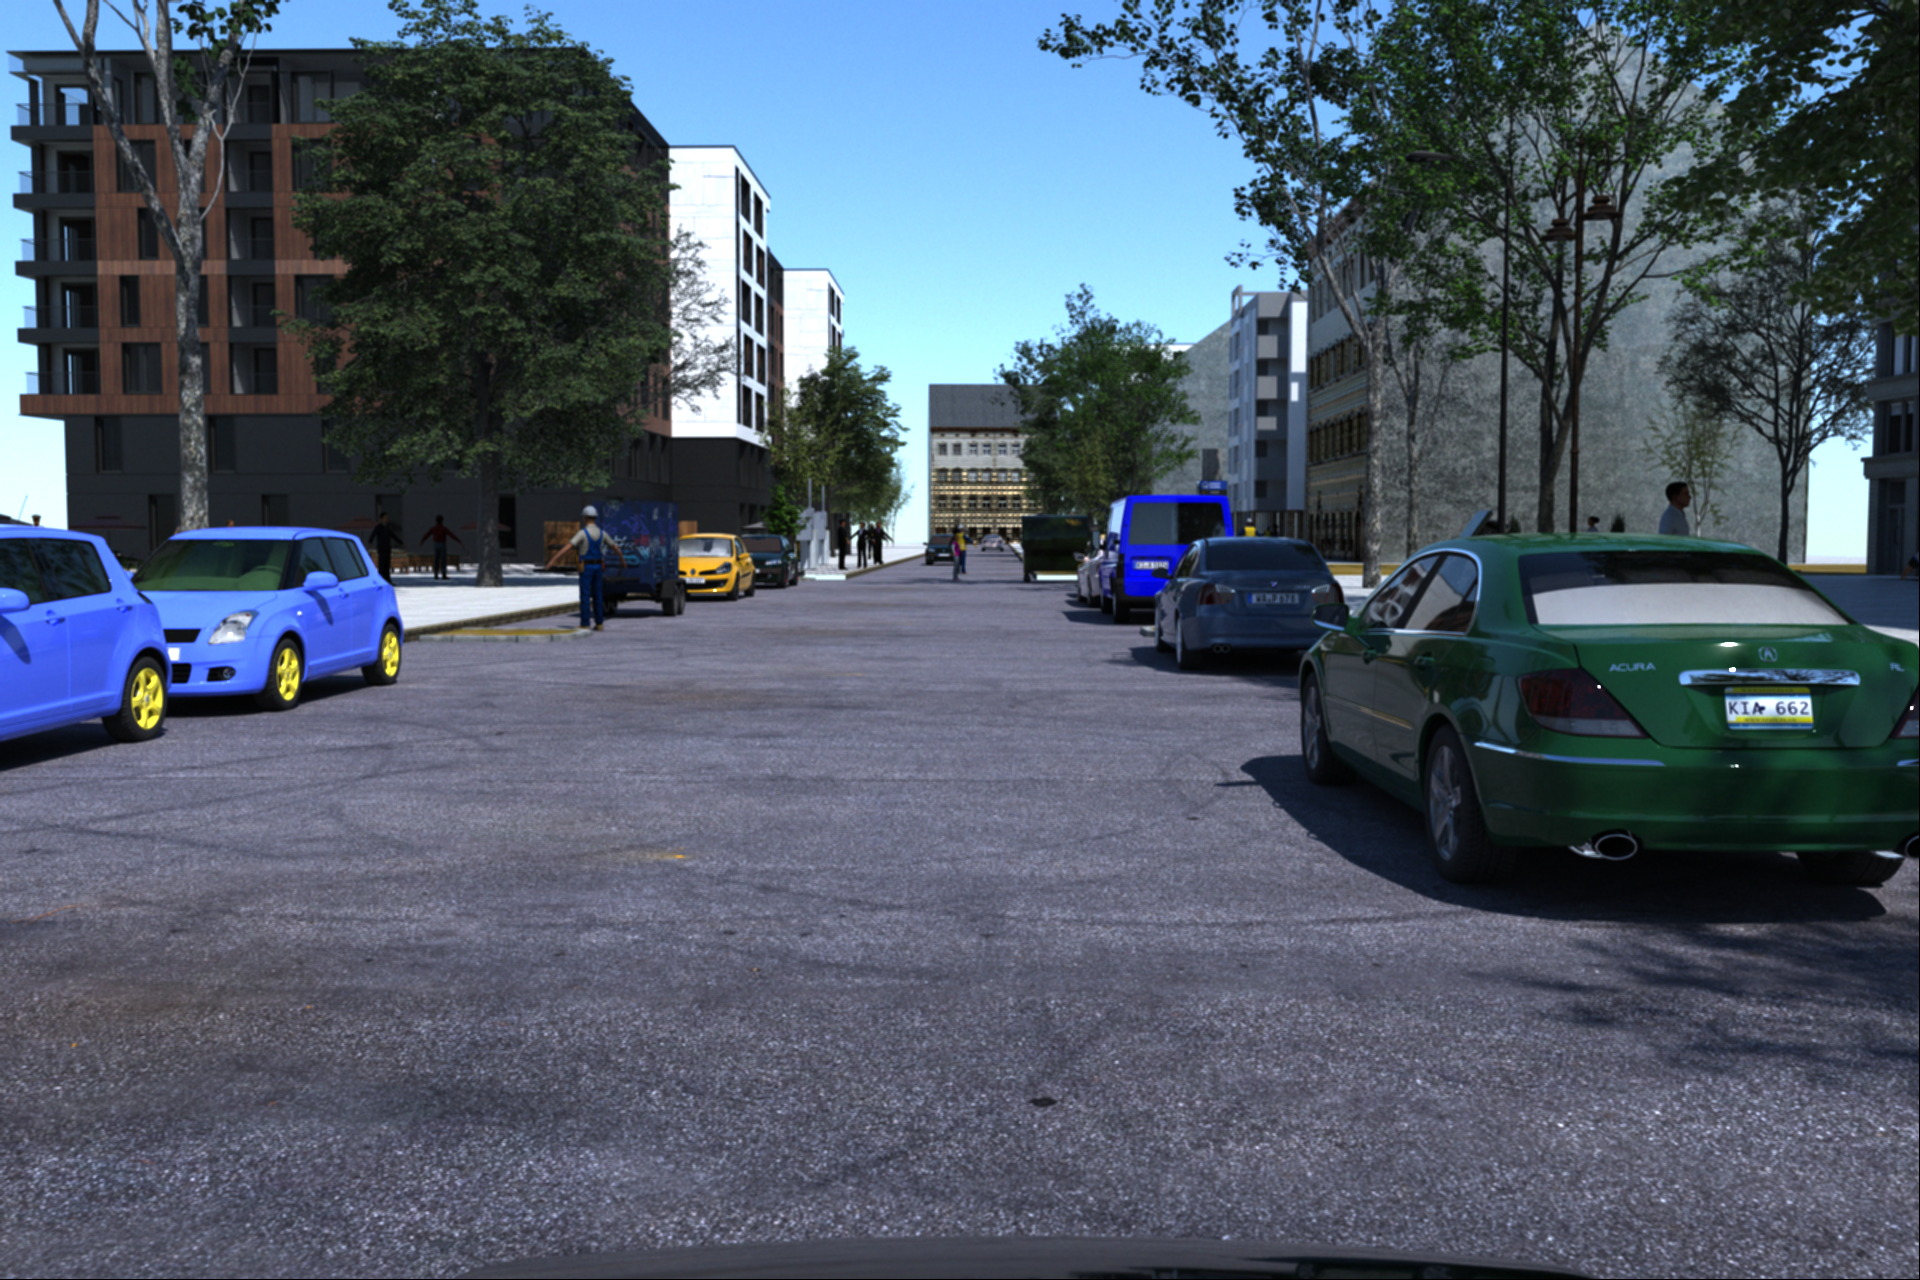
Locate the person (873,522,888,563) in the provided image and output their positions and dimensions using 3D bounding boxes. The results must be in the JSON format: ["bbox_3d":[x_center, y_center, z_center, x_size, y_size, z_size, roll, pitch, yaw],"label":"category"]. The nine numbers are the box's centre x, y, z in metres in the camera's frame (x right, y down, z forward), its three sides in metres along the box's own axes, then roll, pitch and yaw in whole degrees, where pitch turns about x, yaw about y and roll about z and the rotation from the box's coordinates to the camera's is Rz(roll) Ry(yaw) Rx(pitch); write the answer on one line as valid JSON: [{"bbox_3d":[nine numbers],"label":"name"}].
[{"bbox_3d":[-3.639,-4.397,78.078,0.705,1.806,1.347,2,4,26],"label":"person"}]

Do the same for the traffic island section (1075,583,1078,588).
[{"bbox_3d":[4.128,-1.462,46.769,1.991,0.108,1.994,0,4,1],"label":"traffic island section"}]

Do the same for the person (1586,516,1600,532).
[{"bbox_3d":[16.154,-2.312,44.570,0.721,1.739,1.217,0,4,-7],"label":"person"}]

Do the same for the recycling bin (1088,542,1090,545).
[{"bbox_3d":[4.272,-2.737,57.297,0.722,1.027,0.722,0,4,0],"label":"recycling bin"}]

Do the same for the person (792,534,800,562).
[{"bbox_3d":[-7.291,-4.451,78.549,0.705,1.858,1.354,0,4,6],"label":"person"}]

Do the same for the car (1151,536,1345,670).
[{"bbox_3d":[3.206,-0.461,19.533,2.014,1.417,4.499,0,4,2],"label":"car"}]

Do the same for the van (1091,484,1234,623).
[{"bbox_3d":[3.434,-1.531,29.422,2.240,2.365,5.245,0,4,1],"label":"van"}]

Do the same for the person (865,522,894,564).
[{"bbox_3d":[-3.457,-4.096,73.199,1.346,1.802,0.704,-2,4,-24],"label":"person"}]

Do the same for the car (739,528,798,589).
[{"bbox_3d":[-5.394,-2.261,46.747,2.009,1.686,4.222,0,4,1],"label":"car"}]

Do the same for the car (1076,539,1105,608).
[{"bbox_3d":[3.421,-1.394,35.148,2.083,1.381,4.827,0,4,0],"label":"car"}]

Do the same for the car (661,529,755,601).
[{"bbox_3d":[-5.583,-1.715,38.272,2.015,1.641,3.980,0,4,1],"label":"car"}]

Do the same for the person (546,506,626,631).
[{"bbox_3d":[-5.477,-1.058,25.611,1.347,1.847,0.705,-3,5,-43],"label":"person"}]

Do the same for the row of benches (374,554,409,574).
[{"bbox_3d":[-19.790,-2.442,55.395,4.104,0.672,1.422,-1,4,-18],"label":"row of benches"}]

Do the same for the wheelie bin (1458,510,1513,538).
[{"bbox_3d":[6.930,-0.921,22.968,0.693,1.594,0.980,0,4,2],"label":"wheelie bin"}]

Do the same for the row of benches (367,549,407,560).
[{"bbox_3d":[-23.422,-3.359,70.382,1.422,0.672,4.104,0,4,0],"label":"row of benches"}]

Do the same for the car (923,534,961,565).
[{"bbox_3d":[-0.693,-4.337,80.690,2.009,1.686,4.222,0,4,1],"label":"car"}]

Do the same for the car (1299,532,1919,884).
[{"bbox_3d":[2.910,0.200,8.522,2.131,1.459,4.920,0,4,0],"label":"car"}]

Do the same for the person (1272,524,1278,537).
[{"bbox_3d":[17.040,-5.365,93.863,0.704,1.843,1.345,2,4,27],"label":"person"}]

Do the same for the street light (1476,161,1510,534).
[{"bbox_3d":[7.182,-2.971,21.119,1.470,5.913,1.316,0,4,2],"label":"street light"}]

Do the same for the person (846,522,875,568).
[{"bbox_3d":[-3.703,-3.550,64.764,1.216,1.740,0.721,2,4,24],"label":"person"}]

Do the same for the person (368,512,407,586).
[{"bbox_3d":[-14.249,-2.256,42.939,0.704,1.823,1.345,1,4,21],"label":"person"}]

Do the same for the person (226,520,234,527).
[{"bbox_3d":[-23.145,-2.958,55.169,0.721,1.733,1.217,0,4,7],"label":"person"}]

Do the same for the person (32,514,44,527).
[{"bbox_3d":[-26.965,-2.741,50.603,1.343,1.855,0.704,-1,4,-23],"label":"person"}]

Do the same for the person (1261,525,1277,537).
[{"bbox_3d":[16.425,-5.235,92.057,1.216,1.772,0.721,3,4,36],"label":"person"}]

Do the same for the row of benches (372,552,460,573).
[{"bbox_3d":[-18.371,-2.649,58.780,1.422,0.672,4.104,1,4,19],"label":"row of benches"}]

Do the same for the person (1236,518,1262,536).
[{"bbox_3d":[10.147,-3.362,60.931,1.349,1.833,0.705,-1,4,-12],"label":"person"}]

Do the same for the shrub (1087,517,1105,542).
[{"bbox_3d":[5.524,-3.630,63.771,1.690,2.028,1.600,0,3,0],"label":"shrub"}]

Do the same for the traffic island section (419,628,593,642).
[{"bbox_3d":[-6.169,-0.064,23.909,1.991,0.108,1.994,0,4,1],"label":"traffic island section"}]

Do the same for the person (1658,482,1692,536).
[{"bbox_3d":[7.334,-0.704,17.672,0.704,1.810,1.344,3,4,37],"label":"person"}]

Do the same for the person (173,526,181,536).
[{"bbox_3d":[-17.049,-1.950,38.454,0.617,1.759,0.750,0,4,-1],"label":"person"}]

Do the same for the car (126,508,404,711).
[{"bbox_3d":[-6.248,-0.340,15.150,1.945,1.707,3.694,0,4,1],"label":"car"}]

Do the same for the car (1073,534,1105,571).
[{"bbox_3d":[3.637,-1.799,39.642,2.015,1.641,3.980,0,4,0],"label":"car"}]

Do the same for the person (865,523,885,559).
[{"bbox_3d":[-4.501,-5.054,88.410,1.354,1.856,0.705,-1,4,-9],"label":"person"}]

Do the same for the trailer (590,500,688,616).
[{"bbox_3d":[-5.662,-1.388,29.738,1.471,1.999,3.904,0,4,1],"label":"trailer"}]

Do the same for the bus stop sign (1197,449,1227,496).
[{"bbox_3d":[7.788,-3.950,53.591,0.837,3.901,0.837,0,4,1],"label":"bus stop sign"}]

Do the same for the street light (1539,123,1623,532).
[{"bbox_3d":[7.144,-2.893,20.086,0.468,5.910,1.993,0,4,1],"label":"street light"}]

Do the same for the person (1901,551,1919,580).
[{"bbox_3d":[8.426,-0.496,14.091,1.345,1.831,0.704,1,4,22],"label":"person"}]

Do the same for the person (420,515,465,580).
[{"bbox_3d":[-14.611,-2.607,48.729,1.345,1.816,0.704,1,4,10],"label":"person"}]

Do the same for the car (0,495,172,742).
[{"bbox_3d":[-6.476,-0.068,10.703,1.945,1.707,3.694,0,4,2],"label":"car"}]

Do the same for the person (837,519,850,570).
[{"bbox_3d":[-4.207,-3.444,62.251,0.705,1.837,1.347,-1,4,-17],"label":"person"}]

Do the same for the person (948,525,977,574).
[{"bbox_3d":[0.079,-3.268,62.356,1.216,1.772,0.721,2,4,32],"label":"person"}]

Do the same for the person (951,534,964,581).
[{"bbox_3d":[-0.055,-2.522,52.961,0.599,1.433,0.991,1,4,15],"label":"person"}]

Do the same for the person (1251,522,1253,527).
[{"bbox_3d":[12.682,-4.256,75.716,0.704,1.812,1.346,0,4,-7],"label":"person"}]
